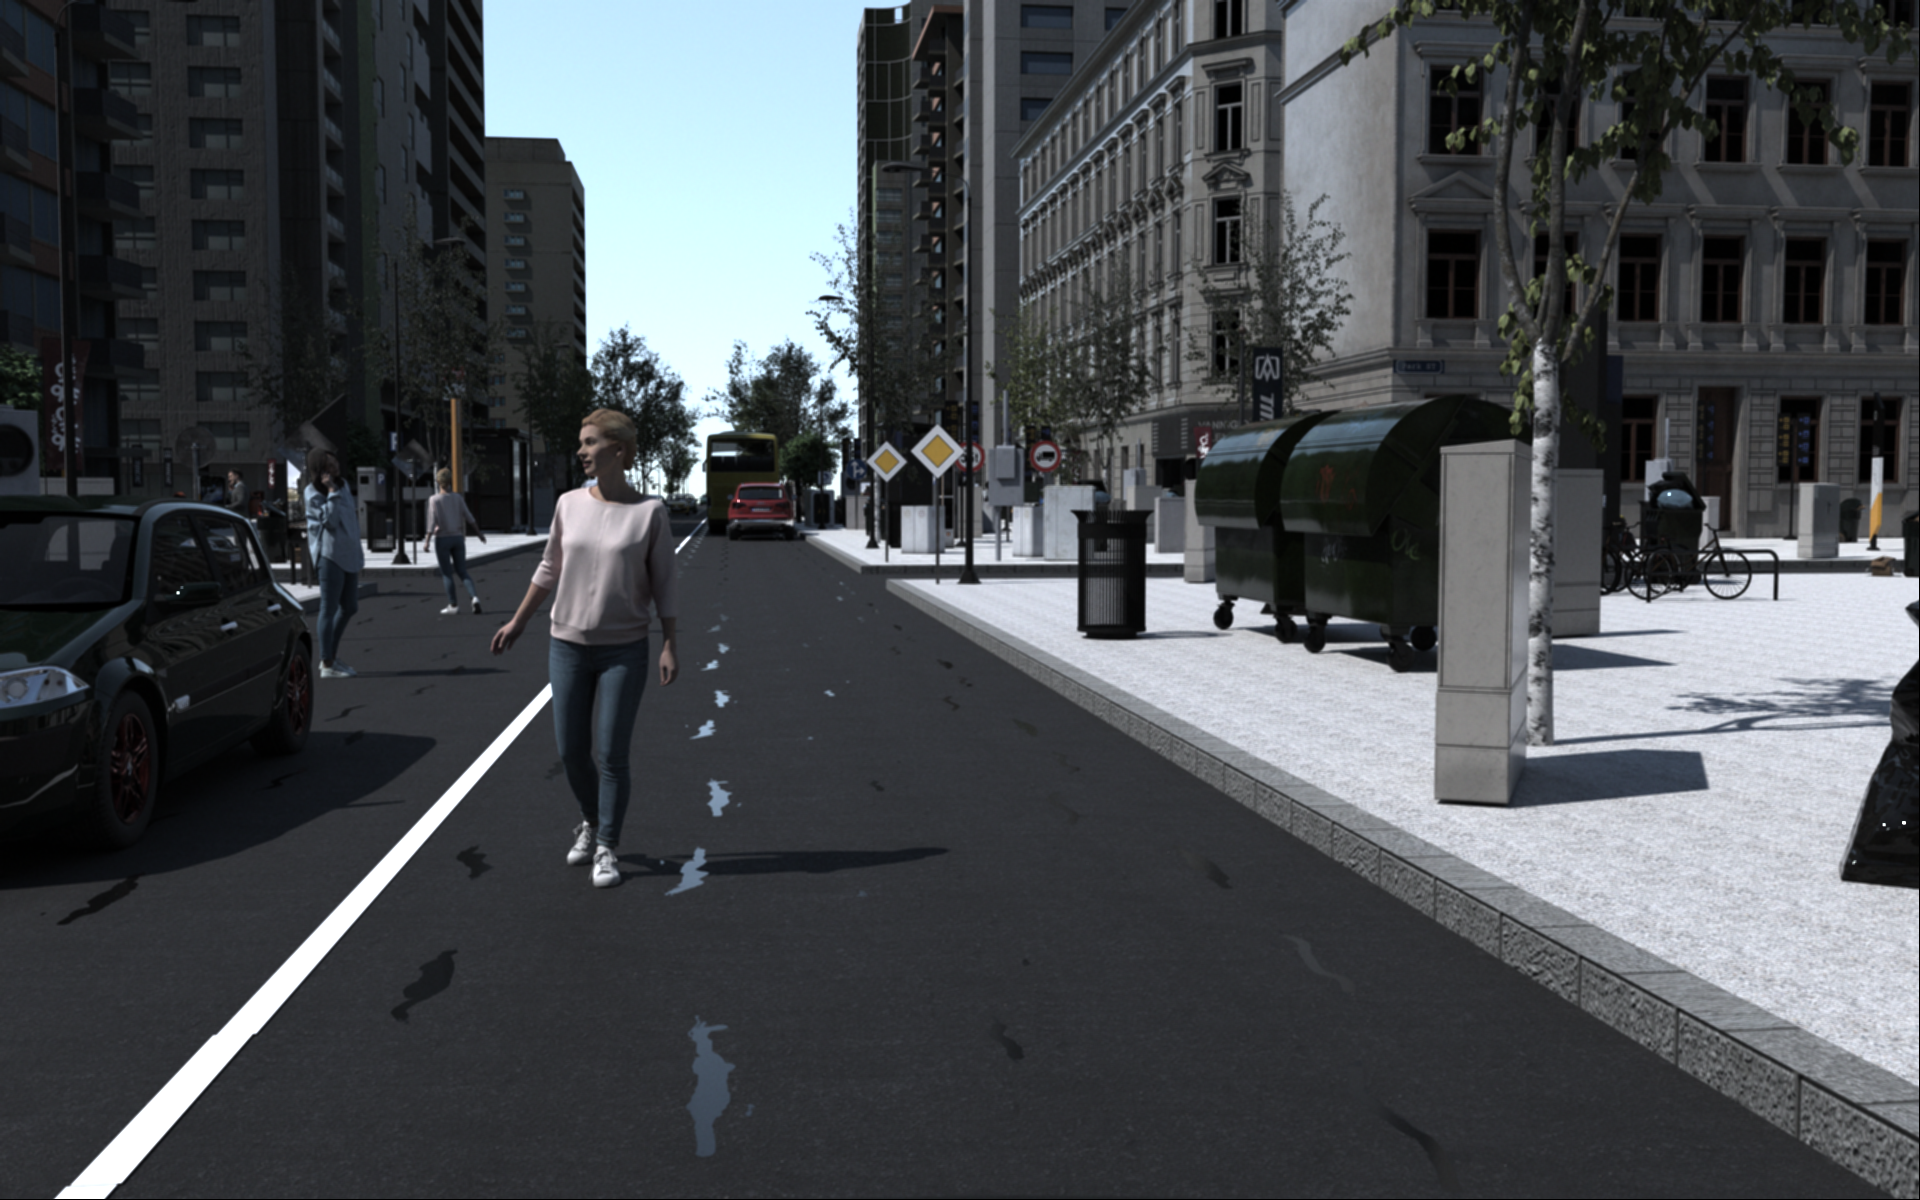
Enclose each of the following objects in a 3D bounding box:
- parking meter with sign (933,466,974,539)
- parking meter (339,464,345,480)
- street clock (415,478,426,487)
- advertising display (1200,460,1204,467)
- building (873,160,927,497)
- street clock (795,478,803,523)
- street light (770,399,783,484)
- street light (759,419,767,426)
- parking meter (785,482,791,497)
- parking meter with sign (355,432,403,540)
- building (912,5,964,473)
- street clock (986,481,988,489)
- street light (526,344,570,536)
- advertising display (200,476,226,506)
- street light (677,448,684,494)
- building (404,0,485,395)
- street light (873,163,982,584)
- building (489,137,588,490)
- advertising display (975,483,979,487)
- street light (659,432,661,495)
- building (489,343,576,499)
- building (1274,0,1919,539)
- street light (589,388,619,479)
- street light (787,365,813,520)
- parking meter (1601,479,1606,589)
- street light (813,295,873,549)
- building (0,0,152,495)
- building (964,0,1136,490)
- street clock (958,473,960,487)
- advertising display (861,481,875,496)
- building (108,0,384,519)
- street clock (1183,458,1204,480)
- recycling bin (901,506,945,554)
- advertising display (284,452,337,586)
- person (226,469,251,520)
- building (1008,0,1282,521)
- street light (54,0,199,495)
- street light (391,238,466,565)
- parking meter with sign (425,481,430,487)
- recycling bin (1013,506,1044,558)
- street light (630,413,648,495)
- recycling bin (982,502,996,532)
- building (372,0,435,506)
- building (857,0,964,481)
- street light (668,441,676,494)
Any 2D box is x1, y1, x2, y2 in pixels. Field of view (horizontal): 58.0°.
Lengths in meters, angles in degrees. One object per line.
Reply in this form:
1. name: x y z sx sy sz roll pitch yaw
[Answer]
1. parking meter with sign: -0.436 -3.275 49.812 1.738 3.016 0.543 -1 4 -15
2. parking meter: -12.105 -1.713 33.726 0.255 1.863 0.399 -1 4 -19
3. street clock: -24.328 -4.500 78.147 0.471 2.002 0.358 -2 4 -26
4. advertising display: 4.881 -1.710 33.170 0.123 1.923 0.974 3 4 38
5. building: -3.955 -32.533 215.506 14.154 41.232 14.086 0 4 -8
6. street clock: -7.121 -4.405 76.599 0.358 2.002 0.471 0 4 8
7. street light: -8.549 -6.862 84.736 1.470 5.913 1.316 0 4 -8
8. street light: -11.512 -8.221 106.952 1.470 5.913 1.316 0 4 -8
9. parking meter: -8.627 -4.966 86.897 0.255 1.863 0.399 0 4 -6
10. parking meter with sign: -16.594 -3.217 48.861 1.738 3.016 0.543 1 4 21
11. building: 7.320 -30.734 157.122 22.147 44.769 28.867 0 4 -8
12. street clock: 1.647 -5.532 95.022 0.471 2.002 0.358 3 5 41
13. street light: -12.725 -4.954 53.533 1.470 5.913 1.316 0 4 -8
14. advertising display: -27.373 -3.563 63.475 0.974 1.923 0.123 1 4 12
15. street light: -28.749 -12.311 173.820 1.470 5.913 1.316 0 4 -8
16. building: -50.558 -31.557 139.664 21.300 48.544 21.600 0 4 -8
17. street light: -0.404 -3.181 24.544 1.470 5.913 1.316 0 4 -8
18. building: -63.047 -37.573 238.012 21.300 48.544 21.600 0 4 -8
19. advertising display: 0.599 -5.593 96.659 0.974 1.923 0.123 0 4 2
20. street light: -22.809 -9.583 129.224 1.470 5.913 1.316 0 4 -8
21. building: -62.795 -22.532 213.445 27.650 21.520 28.899 0 4 -8
22. building: 21.069 -13.325 54.018 21.152 22.565 11.583 0 4 -8
23. street light: -15.686 -6.337 76.152 1.470 5.913 1.316 0 4 -8
24. street light: -5.544 -5.512 62.655 1.470 5.913 1.316 0 4 -8
25. parking meter: 8.595 -0.929 23.605 0.372 1.533 0.369 0 3 0
26. street light: -2.604 -4.166 40.647 1.470 5.913 1.316 0 4 -8
27. building: -41.077 -24.595 56.748 22.147 44.769 28.867 0 4 -8
28. building: 10.803 -35.867 128.427 21.231 58.520 28.212 0 4 -8
29. street clock: -0.136 -3.362 59.538 0.358 2.002 0.471 -1 4 -15
30. advertising display: -4.612 -5.065 88.031 0.974 1.923 0.123 1 4 13
31. building: -39.919 -25.050 93.161 14.154 41.232 14.086 0 4 -8
32. street clock: 4.707 -1.836 34.596 0.471 2.002 0.358 3 5 43
33. recycling bin: -0.796 -1.521 37.418 0.722 1.027 0.722 2 4 30
34. advertising display: -9.082 -1.164 24.253 0.974 1.923 0.123 2 4 32
35. person: -11.802 -1.220 28.246 0.447 1.846 0.655 -1 4 -21
36. building: 14.382 -19.063 88.097 17.030 29.872 44.131 0 4 -8
37. street light: -7.659 -2.654 15.941 1.470 5.913 1.316 0 4 -8
38. street light: -9.671 -3.609 31.540 1.470 5.913 1.316 0 4 -8
39. parking meter with sign: -30.532 -6.253 98.499 1.738 3.016 0.543 0 4 -5
40. recycling bin: 1.555 -1.399 35.429 0.722 1.027 0.722 -2 4 -33
41. street light: -18.883 -7.771 99.598 1.470 5.913 1.316 0 4 -8
42. recycling bin: 0.932 -2.803 58.377 0.722 1.027 0.722 2 4 24
43. building: -50.701 -32.144 114.798 28.713 52.752 27.495 0 4 -8
44. building: -6.395 -50.019 256.064 20.563 71.187 20.611 0 4 -8
45. street light: -25.819 -10.965 151.811 1.470 5.913 1.316 0 4 -8
